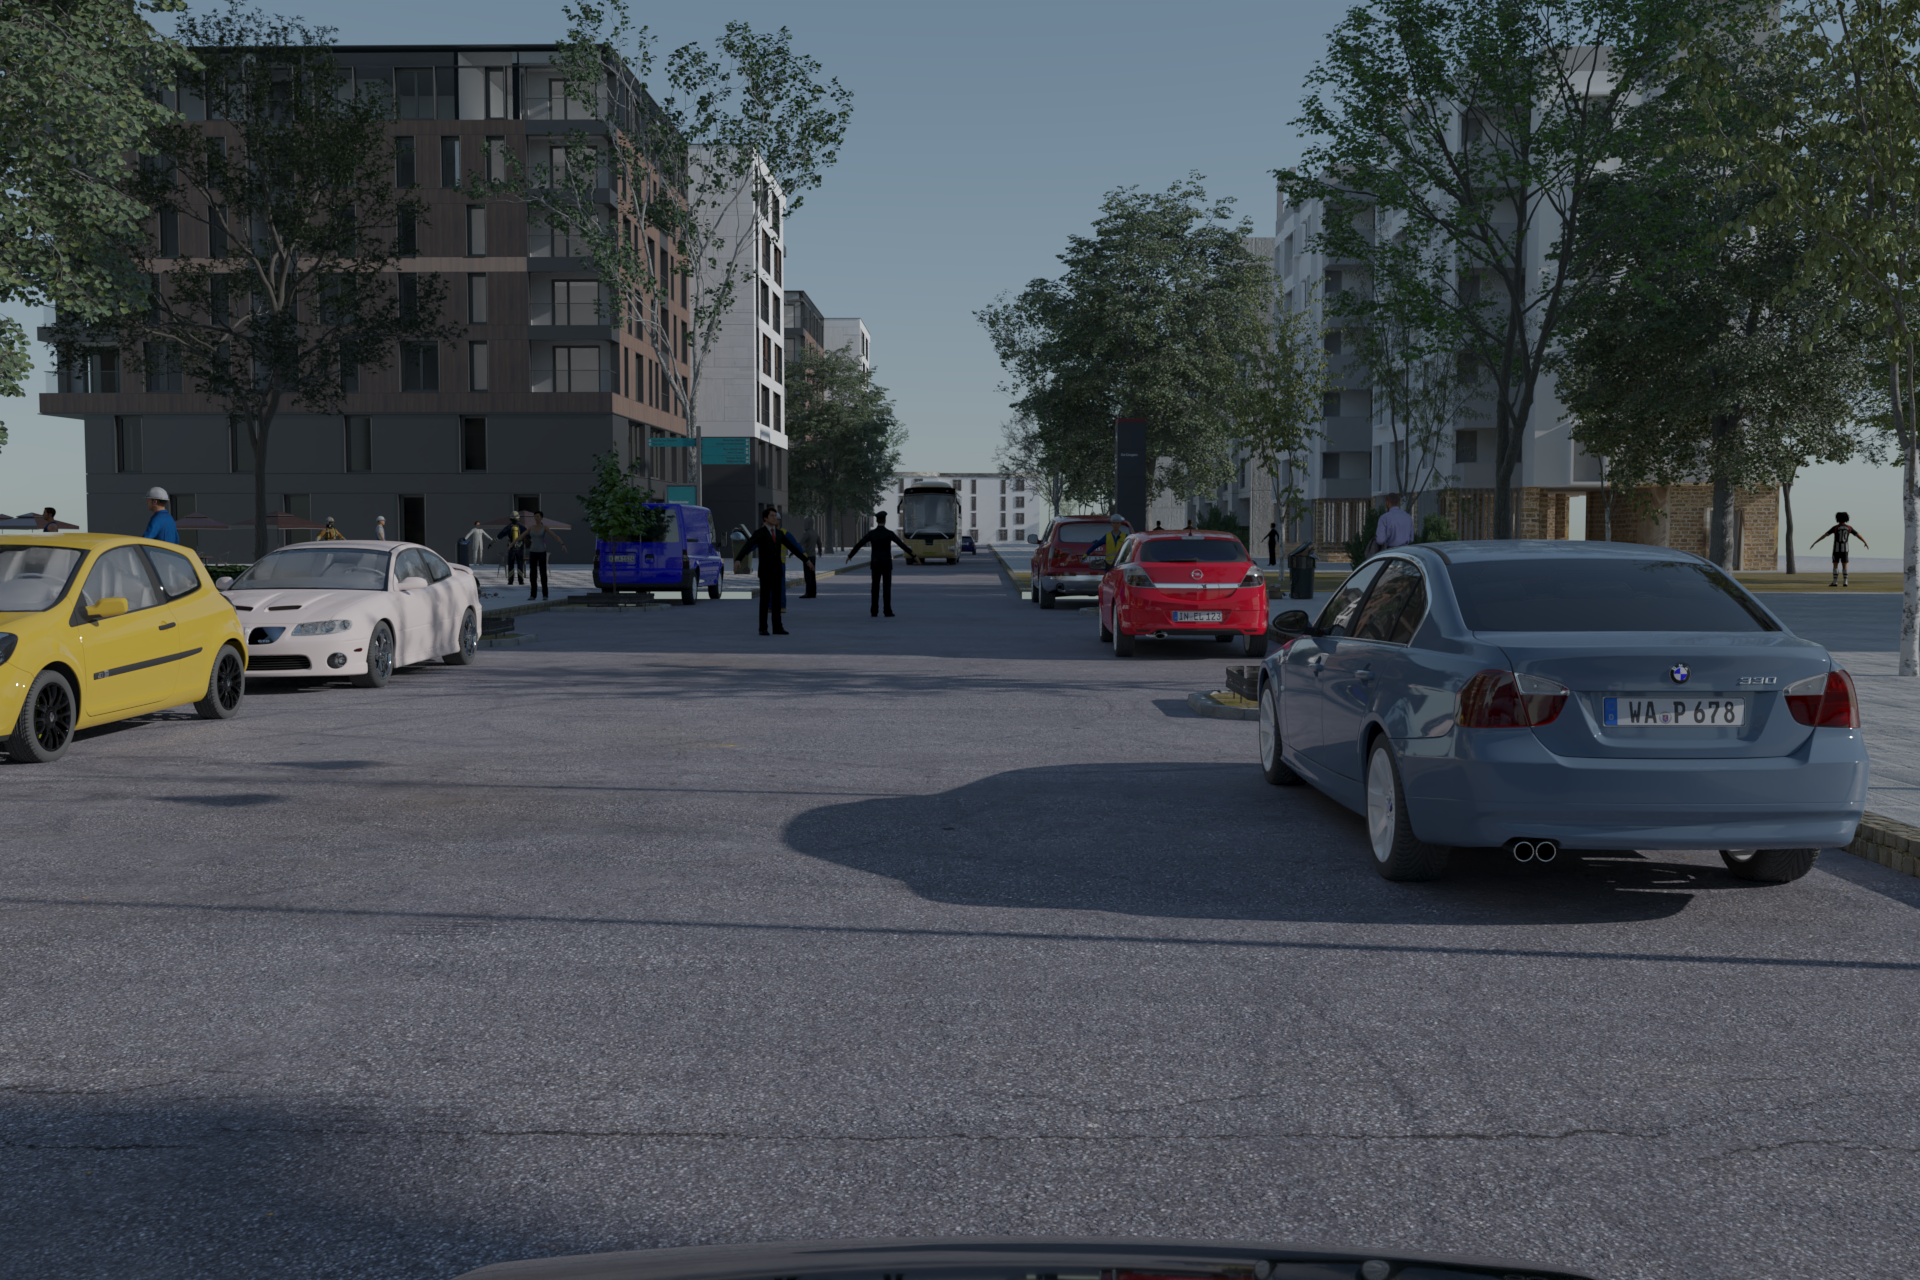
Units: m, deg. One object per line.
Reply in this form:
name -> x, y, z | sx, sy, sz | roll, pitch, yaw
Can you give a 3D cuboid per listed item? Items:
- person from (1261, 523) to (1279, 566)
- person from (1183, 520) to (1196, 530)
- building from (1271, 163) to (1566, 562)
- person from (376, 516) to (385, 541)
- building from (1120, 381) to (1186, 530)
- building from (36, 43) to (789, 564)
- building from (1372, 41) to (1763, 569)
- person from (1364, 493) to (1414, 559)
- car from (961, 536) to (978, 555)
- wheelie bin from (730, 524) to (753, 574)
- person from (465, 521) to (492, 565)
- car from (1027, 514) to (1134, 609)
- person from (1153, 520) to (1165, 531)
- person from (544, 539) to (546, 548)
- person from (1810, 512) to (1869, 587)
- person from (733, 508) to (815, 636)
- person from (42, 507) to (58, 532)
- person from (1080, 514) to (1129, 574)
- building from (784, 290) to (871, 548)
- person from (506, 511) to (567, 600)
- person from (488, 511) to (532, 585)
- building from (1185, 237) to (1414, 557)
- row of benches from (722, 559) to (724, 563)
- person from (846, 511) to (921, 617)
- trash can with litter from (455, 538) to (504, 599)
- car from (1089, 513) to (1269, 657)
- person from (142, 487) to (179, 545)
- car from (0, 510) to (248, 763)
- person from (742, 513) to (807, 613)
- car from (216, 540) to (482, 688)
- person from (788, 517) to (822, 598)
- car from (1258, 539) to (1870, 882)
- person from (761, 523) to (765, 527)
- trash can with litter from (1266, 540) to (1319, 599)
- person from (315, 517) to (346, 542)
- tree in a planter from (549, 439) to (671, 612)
person -> 12.572, -3.876, 70.086 | 1.216, 1.740, 0.721 | -3, 5, -45
person -> 8.235, -3.415, 62.062 | 1.346, 1.802, 0.704 | 1, 4, 14
building -> 21.700, -14.317, 90.508 | 16.016, 20.090, 11.380 | 0, 4, 1
person -> -18.239, -2.984, 54.638 | 0.705, 1.847, 1.347 | -2, 4, -23
building -> 26.050, -19.015, 177.356 | 16.747, 18.905, 31.486 | 0, 4, 1
building -> -24.755, -14.991, 89.079 | 27.936, 21.610, 32.646 | 0, 4, 1
building -> 22.878, -13.247, 73.002 | 16.016, 20.090, 11.380 | 0, 4, 1
person -> 5.809, -1.074, 23.467 | 0.709, 1.838, 0.599 | -1, 4, -18
car -> 0.254, -6.527, 119.298 | 1.945, 1.354, 3.894 | 0, 4, 1
wheelie bin -> -6.959, -2.900, 55.326 | 0.693, 1.594, 0.980 | 0, 4, 1
person -> -19.707, -3.952, 70.808 | 1.347, 1.806, 0.705 | -3, 5, -39
car -> 2.516, -1.591, 34.689 | 2.281, 1.827, 5.304 | 0, 4, 0
person -> 7.645, -3.712, 66.836 | 1.346, 1.812, 0.704 | -1, 4, -10
person -> -15.944, -3.496, 66.418 | 0.599, 1.433, 0.991 | -1, 4, -15
person -> 21.417, -2.201, 42.136 | 1.345, 1.843, 0.704 | 1, 4, 8
person -> -2.673, -0.975, 24.578 | 1.347, 1.806, 0.705 | -3, 5, -39
person -> -17.822, -1.696, 33.892 | 0.704, 1.807, 1.345 | -2, 4, -31
person -> 2.637, -1.249, 29.335 | 1.216, 1.772, 0.721 | 0, 4, 7
building -> -23.362, -19.440, 161.826 | 27.936, 21.610, 32.646 | 0, 4, 1
person -> -8.174, -1.630, 33.467 | 1.217, 1.737, 0.721 | 0, 4, 5
person -> -11.221, -2.320, 43.709 | 1.354, 1.856, 0.705 | -1, 4, -15
building -> 24.792, -15.009, 111.857 | 16.747, 18.905, 31.486 | 0, 4, 1
row of benches -> -8.498, -2.139, 50.431 | 1.422, 0.672, 4.104 | 2, 4, 34
person -> -1.354, -1.321, 29.990 | 1.347, 1.837, 0.705 | 1, 4, 12
trash can with litter -> -9.949, -1.489, 35.402 | 1.678, 1.210, 2.233 | 0, 4, 0
car -> 2.717, -0.773, 21.673 | 2.155, 1.783, 4.494 | 0, 4, 1
person -> -9.635, -0.911, 20.782 | 0.705, 1.842, 1.347 | 0, 4, -3
car -> -6.523, -0.113, 12.069 | 2.015, 1.641, 3.980 | 0, 4, 1
person -> -3.361, -1.411, 31.489 | 1.349, 1.833, 0.705 | 1, 4, 14
car -> -6.294, -0.323, 17.645 | 2.083, 1.381, 4.827 | 0, 4, 0
person -> -3.387, -1.839, 38.649 | 0.705, 1.813, 1.348 | 2, 4, 25
car -> 2.610, 0.219, 8.428 | 2.014, 1.417, 4.499 | 0, 4, 0
person -> -8.771, -4.352, 77.427 | 0.705, 1.796, 1.348 | 0, 4, 2
trash can with litter -> 6.495, -1.387, 34.069 | 1.055, 1.170, 0.624 | 0, 4, 1
person -> -21.056, -3.191, 57.945 | 0.705, 1.858, 1.354 | 2, 4, 33
tree in a planter -> -6.533, -2.166, 32.636 | 1.991, 3.239, 1.994 | 0, 4, 1
